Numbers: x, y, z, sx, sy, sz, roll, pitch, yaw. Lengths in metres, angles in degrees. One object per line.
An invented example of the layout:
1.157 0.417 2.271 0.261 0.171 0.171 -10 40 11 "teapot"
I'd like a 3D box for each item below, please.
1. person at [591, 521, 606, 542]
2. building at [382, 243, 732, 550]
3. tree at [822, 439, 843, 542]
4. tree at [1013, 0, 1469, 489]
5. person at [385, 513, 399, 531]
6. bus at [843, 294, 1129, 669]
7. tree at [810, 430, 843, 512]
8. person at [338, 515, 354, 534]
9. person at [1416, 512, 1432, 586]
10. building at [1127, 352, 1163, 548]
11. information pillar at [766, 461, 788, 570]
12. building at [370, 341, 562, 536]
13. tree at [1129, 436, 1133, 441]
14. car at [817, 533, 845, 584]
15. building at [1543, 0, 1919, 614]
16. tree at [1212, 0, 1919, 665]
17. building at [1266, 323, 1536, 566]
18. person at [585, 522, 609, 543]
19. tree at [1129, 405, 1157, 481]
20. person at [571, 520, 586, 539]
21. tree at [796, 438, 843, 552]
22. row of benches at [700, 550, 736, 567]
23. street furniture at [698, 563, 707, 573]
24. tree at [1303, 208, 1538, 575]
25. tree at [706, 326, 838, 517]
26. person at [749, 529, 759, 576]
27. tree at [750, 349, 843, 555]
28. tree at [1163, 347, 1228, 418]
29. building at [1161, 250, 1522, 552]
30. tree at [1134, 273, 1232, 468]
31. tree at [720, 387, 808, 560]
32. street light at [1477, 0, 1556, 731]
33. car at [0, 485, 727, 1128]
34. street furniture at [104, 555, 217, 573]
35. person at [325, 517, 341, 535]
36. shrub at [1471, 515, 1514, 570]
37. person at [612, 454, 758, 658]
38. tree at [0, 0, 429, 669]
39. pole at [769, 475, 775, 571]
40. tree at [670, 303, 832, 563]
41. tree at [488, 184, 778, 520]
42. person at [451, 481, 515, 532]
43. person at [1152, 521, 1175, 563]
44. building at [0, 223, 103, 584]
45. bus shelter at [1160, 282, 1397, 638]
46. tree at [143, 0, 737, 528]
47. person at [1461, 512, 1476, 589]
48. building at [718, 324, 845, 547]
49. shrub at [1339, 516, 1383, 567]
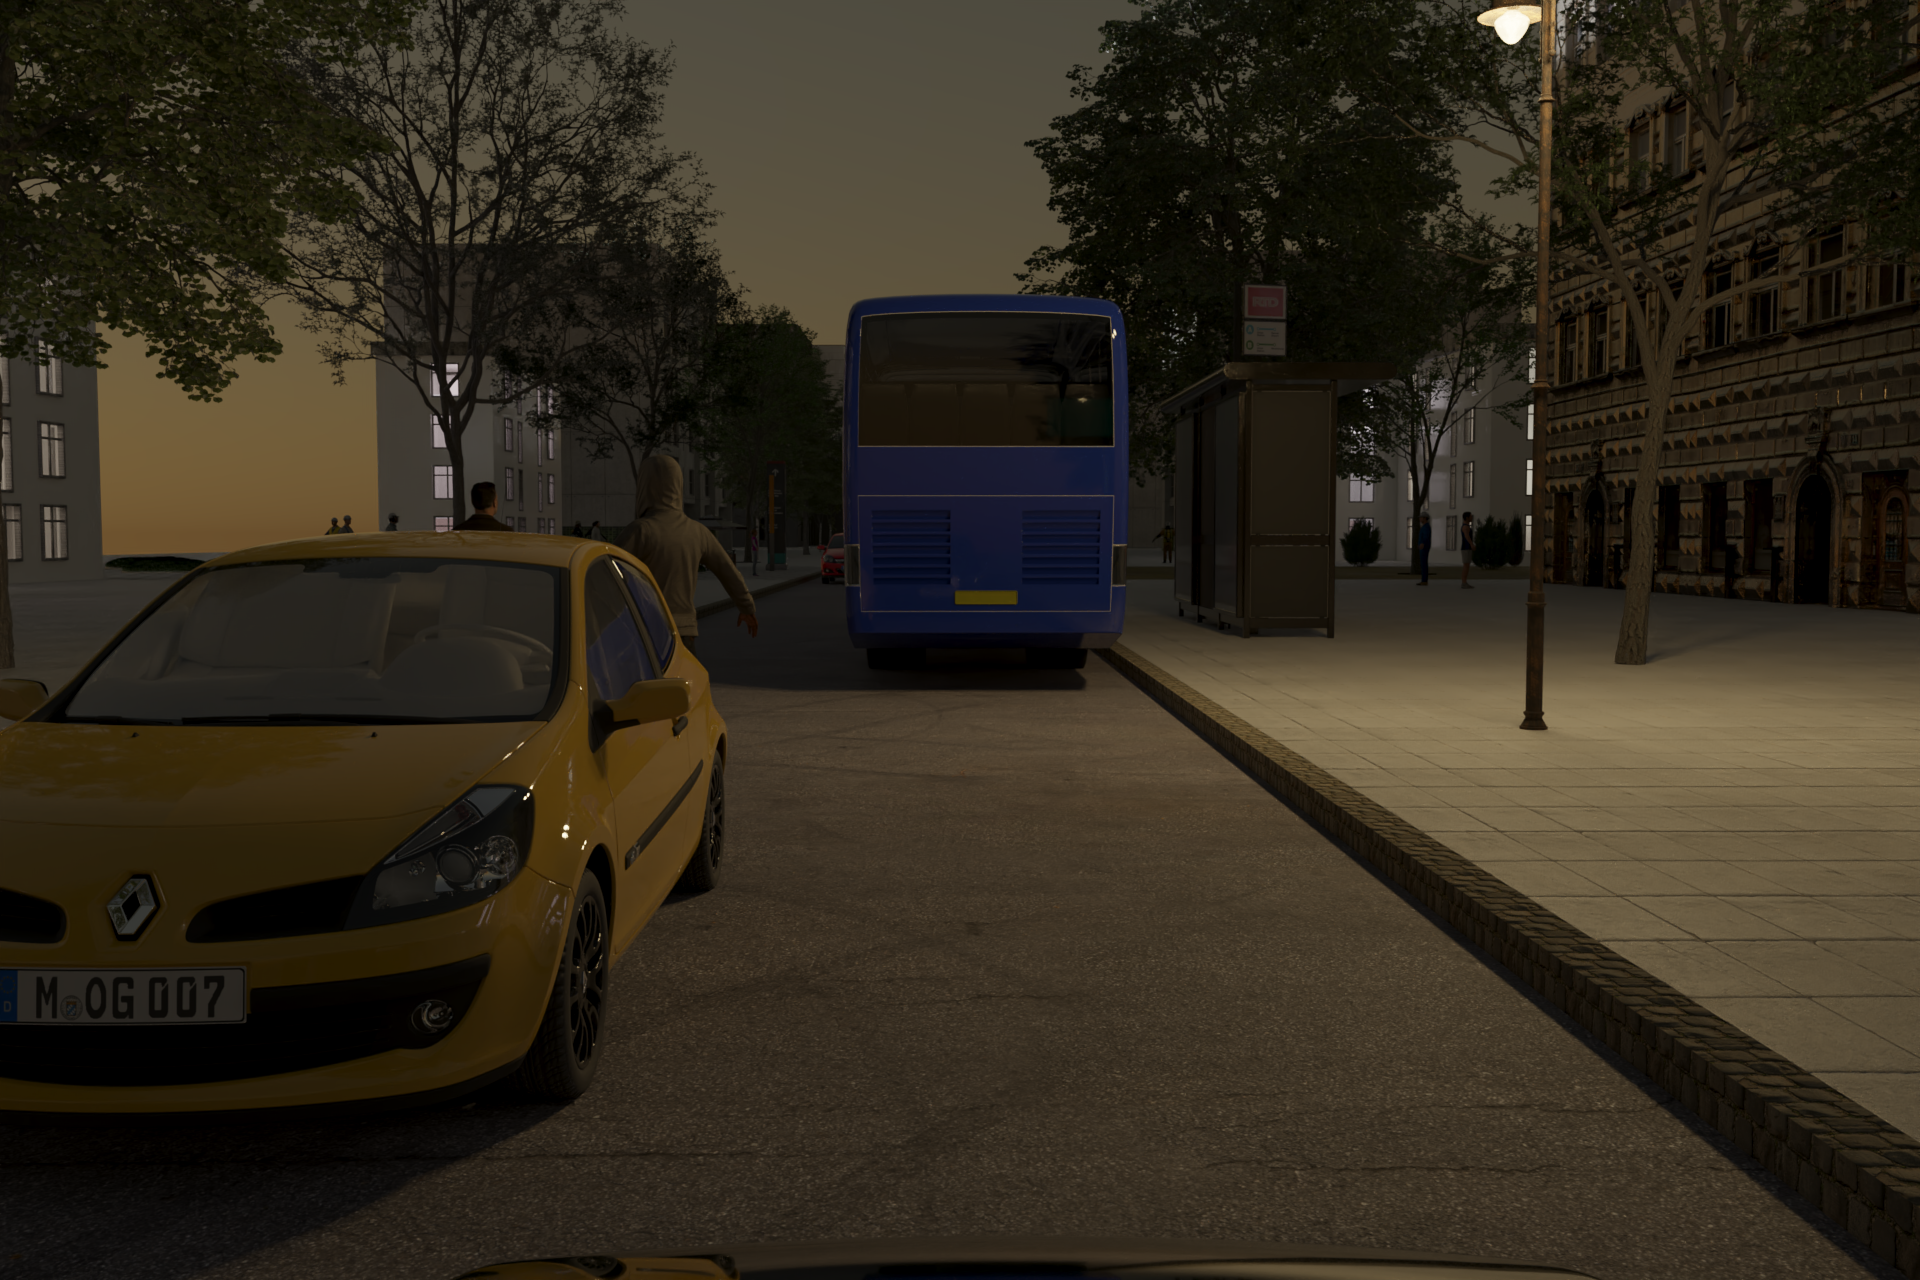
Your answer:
-14.295 -3.801 68.335 0.705 1.806 1.347 0 4 8 "person"
-26.563 -15.588 121.322 16.747 18.905 31.486 0 4 0 "building"
-9.572 -11.032 130.741 4.737 8.622 4.395 0 3 0 "tree"
5.864 -7.890 35.652 9.857 13.997 8.962 0 3 0 "tree"
-15.171 -2.483 46.444 0.704 1.849 1.345 -2 4 -32 "person"
0.131 -1.818 21.278 2.896 3.916 12.251 0 4 -1 "bus"
-10.135 -13.275 151.451 7.601 10.594 8.767 -2 4 -24 "tree"
-18.222 -2.799 51.619 0.705 1.847 1.347 1 4 13 "person"
11.571 -2.286 43.260 0.705 1.842 1.347 1 4 13 "person"
22.254 -19.002 177.144 16.747 18.905 31.486 0 3 0 "building"
-6.533 -4.424 61.712 0.750 3.857 0.750 0 4 -1 "information pillar"
-25.036 -9.018 89.587 9.099 9.664 28.070 0 4 -1 "building"
5.634 -7.703 76.309 4.737 8.622 4.395 0 3 0 "tree"
-3.114 -2.575 51.138 2.155 1.783 4.494 0 4 -1 "car"
24.411 -12.518 35.606 19.493 23.208 18.063 0 4 0 "building"
6.638 -5.016 16.424 8.767 10.594 7.601 0 4 -7 "tree"
21.654 -8.620 83.078 9.099 9.664 28.070 0 4 -1 "building"
-16.096 -4.288 76.333 1.346 1.802 0.704 1 4 22 "person"
5.979 -9.441 88.771 8.767 10.594 7.601 0 4 0 "tree"
-16.002 -4.093 72.694 0.705 1.856 1.354 1 4 15 "person"
-9.780 -10.418 120.689 4.360 8.622 3.978 0 3 0 "tree"
-9.733 -2.973 64.064 1.422 0.672 4.104 2 4 33 "row of benches"
-10.578 -2.317 53.510 5.734 0.657 10.072 0 4 -2 "street furniture"
14.584 -7.872 54.460 9.928 11.665 9.643 0 3 0 "tree"
-10.277 -10.742 93.764 7.486 12.596 7.792 0 3 0 "tree"
-6.218 -2.675 53.004 0.599 1.433 0.991 0 4 -7 "person"
-9.523 -11.493 106.034 7.486 12.596 7.792 0 3 0 "tree"
9.040 -6.935 63.743 4.360 8.622 3.978 0 3 0 "tree"
24.061 -15.302 116.649 16.747 18.905 31.486 0 4 -1 "building"
6.200 -5.940 47.474 4.360 8.622 3.978 0 3 0 "tree"
-10.133 -8.202 84.465 4.360 8.622 3.978 0 3 0 "tree"
3.773 -2.350 11.215 0.468 5.910 1.993 0 3 0 "street light"
-1.797 0.283 5.597 2.015 1.641 3.980 0 4 -1 "car"
-27.555 -2.849 62.203 5.734 0.657 10.072 -2 4 -26 "street furniture"
-20.773 -3.153 57.518 1.349 1.833 0.705 1 4 22 "person"
19.144 -3.548 62.427 1.690 2.028 1.600 0 3 0 "shrub"
-1.464 0.011 8.400 0.705 1.813 1.348 3 5 43 "person"
-8.943 -6.014 16.448 7.486 12.596 7.792 0 3 0 "tree"
-6.509 -4.042 59.936 0.158 3.312 0.155 0 3 0 "pole"
-9.324 -9.261 77.173 9.928 11.665 9.643 0 3 0 "tree"
-8.894 -6.874 46.810 8.767 10.594 7.601 0 4 3 "tree"
-3.408 -0.240 12.515 1.346 1.812 0.704 1 4 11 "person"
9.187 -4.333 76.621 1.354 1.858 0.705 0 4 0 "person"
-25.268 -5.706 35.443 9.099 9.664 28.070 0 4 0 "building"
4.220 -2.922 25.400 2.179 5.291 8.768 0 4 -1 "bus shelter"
-9.313 -7.428 31.822 12.009 13.543 11.850 0 3 0 "tree"
11.964 -2.118 40.798 0.704 1.807 1.345 1 4 11 "person"
-26.392 -20.848 184.841 27.936 21.610 32.646 0 4 0 "building"
15.781 -3.897 68.139 1.690 2.028 1.600 0 3 0 "shrub"
